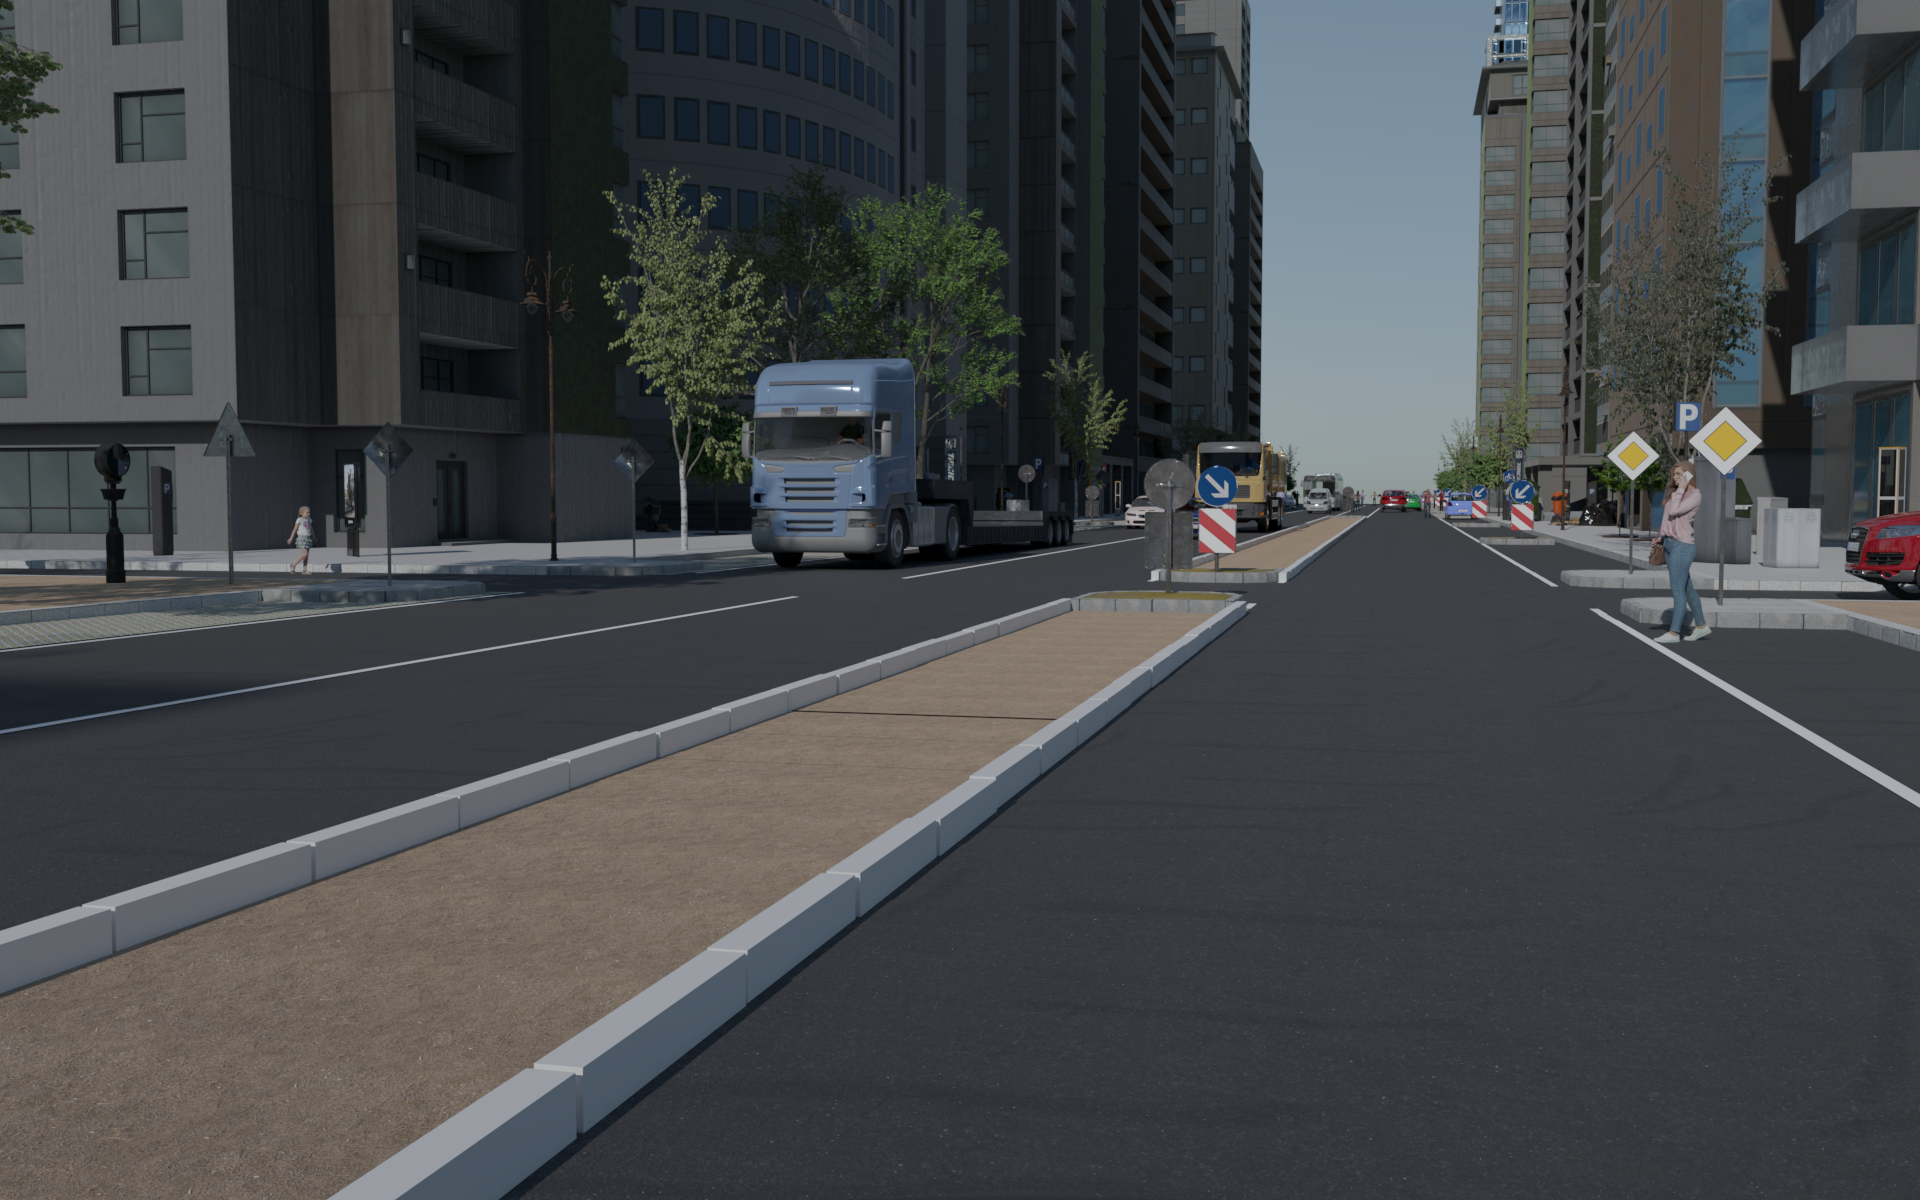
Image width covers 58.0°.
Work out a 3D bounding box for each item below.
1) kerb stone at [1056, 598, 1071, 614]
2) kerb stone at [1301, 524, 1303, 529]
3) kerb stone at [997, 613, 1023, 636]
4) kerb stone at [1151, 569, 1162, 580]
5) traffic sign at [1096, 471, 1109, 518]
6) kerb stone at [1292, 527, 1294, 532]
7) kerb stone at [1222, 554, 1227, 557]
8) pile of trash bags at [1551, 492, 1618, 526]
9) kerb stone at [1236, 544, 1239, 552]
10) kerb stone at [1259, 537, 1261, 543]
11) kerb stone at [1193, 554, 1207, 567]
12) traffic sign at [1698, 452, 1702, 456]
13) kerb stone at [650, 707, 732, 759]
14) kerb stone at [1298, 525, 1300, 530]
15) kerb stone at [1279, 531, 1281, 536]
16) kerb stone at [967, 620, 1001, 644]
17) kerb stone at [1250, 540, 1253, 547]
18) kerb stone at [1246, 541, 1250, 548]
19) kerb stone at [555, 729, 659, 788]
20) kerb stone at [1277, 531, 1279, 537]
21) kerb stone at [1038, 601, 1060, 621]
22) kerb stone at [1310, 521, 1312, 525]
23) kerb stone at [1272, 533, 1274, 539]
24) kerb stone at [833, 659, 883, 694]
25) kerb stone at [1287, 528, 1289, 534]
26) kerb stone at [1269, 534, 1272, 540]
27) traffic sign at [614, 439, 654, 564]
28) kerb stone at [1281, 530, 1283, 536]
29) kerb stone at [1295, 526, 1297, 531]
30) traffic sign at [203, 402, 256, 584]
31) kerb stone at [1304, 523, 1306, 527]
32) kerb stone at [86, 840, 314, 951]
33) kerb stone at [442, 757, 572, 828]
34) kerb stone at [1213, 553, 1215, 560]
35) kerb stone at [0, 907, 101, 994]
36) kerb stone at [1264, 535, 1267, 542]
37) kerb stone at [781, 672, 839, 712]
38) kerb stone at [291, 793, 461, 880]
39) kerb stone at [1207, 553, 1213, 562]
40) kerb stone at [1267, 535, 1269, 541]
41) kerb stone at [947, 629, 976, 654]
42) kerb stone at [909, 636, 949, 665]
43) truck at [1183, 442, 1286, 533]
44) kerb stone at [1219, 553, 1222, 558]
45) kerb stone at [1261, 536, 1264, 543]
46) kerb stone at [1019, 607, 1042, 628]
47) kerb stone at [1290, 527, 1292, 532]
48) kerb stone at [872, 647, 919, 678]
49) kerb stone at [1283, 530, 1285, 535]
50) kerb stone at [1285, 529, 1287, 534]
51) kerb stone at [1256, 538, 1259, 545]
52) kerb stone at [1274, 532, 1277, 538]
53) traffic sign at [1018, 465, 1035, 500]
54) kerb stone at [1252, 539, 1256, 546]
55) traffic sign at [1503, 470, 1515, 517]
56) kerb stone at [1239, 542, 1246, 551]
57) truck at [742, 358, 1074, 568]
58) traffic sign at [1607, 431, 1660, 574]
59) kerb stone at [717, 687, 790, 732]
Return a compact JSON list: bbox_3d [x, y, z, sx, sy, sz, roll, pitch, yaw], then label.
[{"bbox_3d":[1.204,0.086,20.794,0.120,0.150,1.000,1,4,14],"label":"kerb stone"},{"bbox_3d":[13.665,-2.925,70.023,0.120,0.150,1.000,1,4,14],"label":"kerb stone"},{"bbox_3d":[0.460,0.268,17.806,0.120,0.150,1.000,1,4,14],"label":"kerb stone"},{"bbox_3d":[3.364,-0.432,29.282,0.120,0.150,1.000,1,4,14],"label":"kerb stone"},{"bbox_3d":[7.720,-5.739,93.943,0.768,2.556,0.104,1,4,23],"label":"traffic sign"},{"bbox_3d":[12.154,-2.558,64.047,0.120,0.150,1.000,1,4,14],"label":"kerb stone"},{"bbox_3d":[5.877,-1.038,39.220,0.120,0.150,1.000,1,4,14],"label":"kerb stone"},{"bbox_3d":[25.435,-3.652,69.464,3.447,1.369,1.912,0,4,-2],"label":"pile of trash bags"},{"bbox_3d":[6.637,-1.223,42.194,0.120,0.150,1.000,1,4,14],"label":"kerb stone"},{"bbox_3d":[8.386,-1.649,49.161,0.120,0.150,1.000,1,4,14],"label":"kerb stone"},{"bbox_3d":[4.864,-0.798,35.244,0.120,0.150,1.000,1,4,14],"label":"kerb stone"},{"bbox_3d":[14.583,-2.032,33.322,0.768,2.556,0.104,1,4,21],"label":"traffic sign"},{"bbox_3d":[-1.555,0.760,9.853,0.120,0.150,1.000,1,4,14],"label":"kerb stone"},{"bbox_3d":[13.160,-2.801,68.034,0.120,0.150,1.000,1,4,14],"label":"kerb stone"},{"bbox_3d":[10.397,-2.133,57.100,0.120,0.150,1.000,1,4,14],"label":"kerb stone"},{"bbox_3d":[0.201,0.329,16.817,0.120,0.150,1.000,1,4,14],"label":"kerb stone"},{"bbox_3d":[7.637,-1.464,46.175,0.120,0.150,1.000,1,4,14],"label":"kerb stone"},{"bbox_3d":[7.388,-1.406,45.184,0.120,0.150,1.000,1,4,14],"label":"kerb stone"},{"bbox_3d":[-1.817,0.816,8.860,0.120,0.150,1.000,1,4,14],"label":"kerb stone"},{"bbox_3d":[10.148,-2.074,56.109,0.120,0.150,1.000,1,4,14],"label":"kerb stone"},{"bbox_3d":[0.956,0.149,19.802,0.120,0.150,1.000,1,4,14],"label":"kerb stone"},{"bbox_3d":[15.430,-3.349,76.973,0.120,0.150,1.000,1,4,14],"label":"kerb stone"},{"bbox_3d":[9.645,-1.953,54.124,0.120,0.150,1.000,1,4,14],"label":"kerb stone"},{"bbox_3d":[-0.795,0.577,12.836,0.120,0.150,1.000,1,4,14],"label":"kerb stone"},{"bbox_3d":[11.404,-2.377,61.066,0.120,0.150,1.000,1,4,14],"label":"kerb stone"},{"bbox_3d":[9.392,-1.892,53.130,0.120,0.150,1.000,1,4,14],"label":"kerb stone"},{"bbox_3d":[-5.999,-1.726,31.861,0.795,2.450,0.064,1,4,14],"label":"traffic sign"},{"bbox_3d":[10.645,-2.196,58.092,0.120,0.150,1.000,1,4,14],"label":"kerb stone"},{"bbox_3d":[12.661,-2.681,66.037,0.120,0.150,1.000,1,4,14],"label":"kerb stone"},{"bbox_3d":[-10.356,-1.501,24.544,0.884,2.594,0.081,1,4,17],"label":"traffic sign"},{"bbox_3d":[14.175,-3.047,72.011,0.120,0.150,1.000,1,4,14],"label":"kerb stone"},{"bbox_3d":[-2.560,0.998,5.882,0.120,0.150,1.000,1,4,14],"label":"kerb stone"},{"bbox_3d":[-2.063,0.878,7.868,0.120,0.150,1.000,1,4,14],"label":"kerb stone"},{"bbox_3d":[5.372,-0.917,37.233,0.120,0.150,1.000,1,4,14],"label":"kerb stone"},{"bbox_3d":[-2.805,1.058,4.890,0.120,0.150,1.000,1,4,14],"label":"kerb stone"},{"bbox_3d":[8.893,-1.771,51.147,0.120,0.150,1.000,1,4,14],"label":"kerb stone"},{"bbox_3d":[-1.058,0.634,11.837,0.120,0.150,1.000,1,4,14],"label":"kerb stone"},{"bbox_3d":[-2.308,0.937,6.875,0.120,0.150,1.000,1,4,14],"label":"kerb stone"},{"bbox_3d":[5.130,-0.859,36.240,0.120,0.150,1.000,1,4,14],"label":"kerb stone"},{"bbox_3d":[9.142,-1.831,52.139,0.120,0.150,1.000,1,4,14],"label":"kerb stone"},{"bbox_3d":[-0.055,0.398,15.824,0.120,0.150,1.000,1,4,14],"label":"kerb stone"},{"bbox_3d":[-0.304,0.450,14.832,0.120,0.150,1.000,1,4,14],"label":"kerb stone"},{"bbox_3d":[10.790,-4.316,66.491,3.469,3.379,9.791,1,4,15],"label":"truck"},{"bbox_3d":[5.620,-0.980,38.225,0.120,0.150,1.000,1,4,14],"label":"kerb stone"},{"bbox_3d":[8.636,-1.710,50.152,0.120,0.150,1.000,1,4,14],"label":"kerb stone"},{"bbox_3d":[0.707,0.208,18.798,0.120,0.150,1.000,1,4,14],"label":"kerb stone"},{"bbox_3d":[11.909,-2.499,63.051,0.120,0.150,1.000,1,4,14],"label":"kerb stone"},{"bbox_3d":[-0.543,0.512,13.828,0.120,0.150,1.000,1,4,14],"label":"kerb stone"},{"bbox_3d":[10.894,-2.256,59.083,0.120,0.150,1.000,1,4,14],"label":"kerb stone"},{"bbox_3d":[11.148,-2.317,60.077,0.120,0.150,1.000,1,4,14],"label":"kerb stone"},{"bbox_3d":[8.137,-1.585,48.165,0.120,0.150,1.000,1,4,14],"label":"kerb stone"},{"bbox_3d":[9.900,-2.013,55.114,0.120,0.150,1.000,1,4,14],"label":"kerb stone"},{"bbox_3d":[2.879,-4.585,75.064,0.768,2.556,0.104,1,4,20],"label":"traffic sign"},{"bbox_3d":[7.882,-1.525,47.168,0.120,0.150,1.000,1,4,14],"label":"kerb stone"},{"bbox_3d":[28.785,-5.532,90.558,0.768,2.556,0.104,1,4,20],"label":"traffic sign"},{"bbox_3d":[7.136,-1.345,44.190,0.120,0.150,1.000,1,4,14],"label":"kerb stone"},{"bbox_3d":[-0.459,-3.090,40.278,2.967,4.110,18.799,1,4,16],"label":"truck"},{"bbox_3d":[10.715,-1.467,27.627,0.795,2.450,0.064,1,4,14],"label":"traffic sign"},{"bbox_3d":[-1.306,0.694,10.844,0.120,0.150,1.000,1,4,14],"label":"kerb stone"}]
